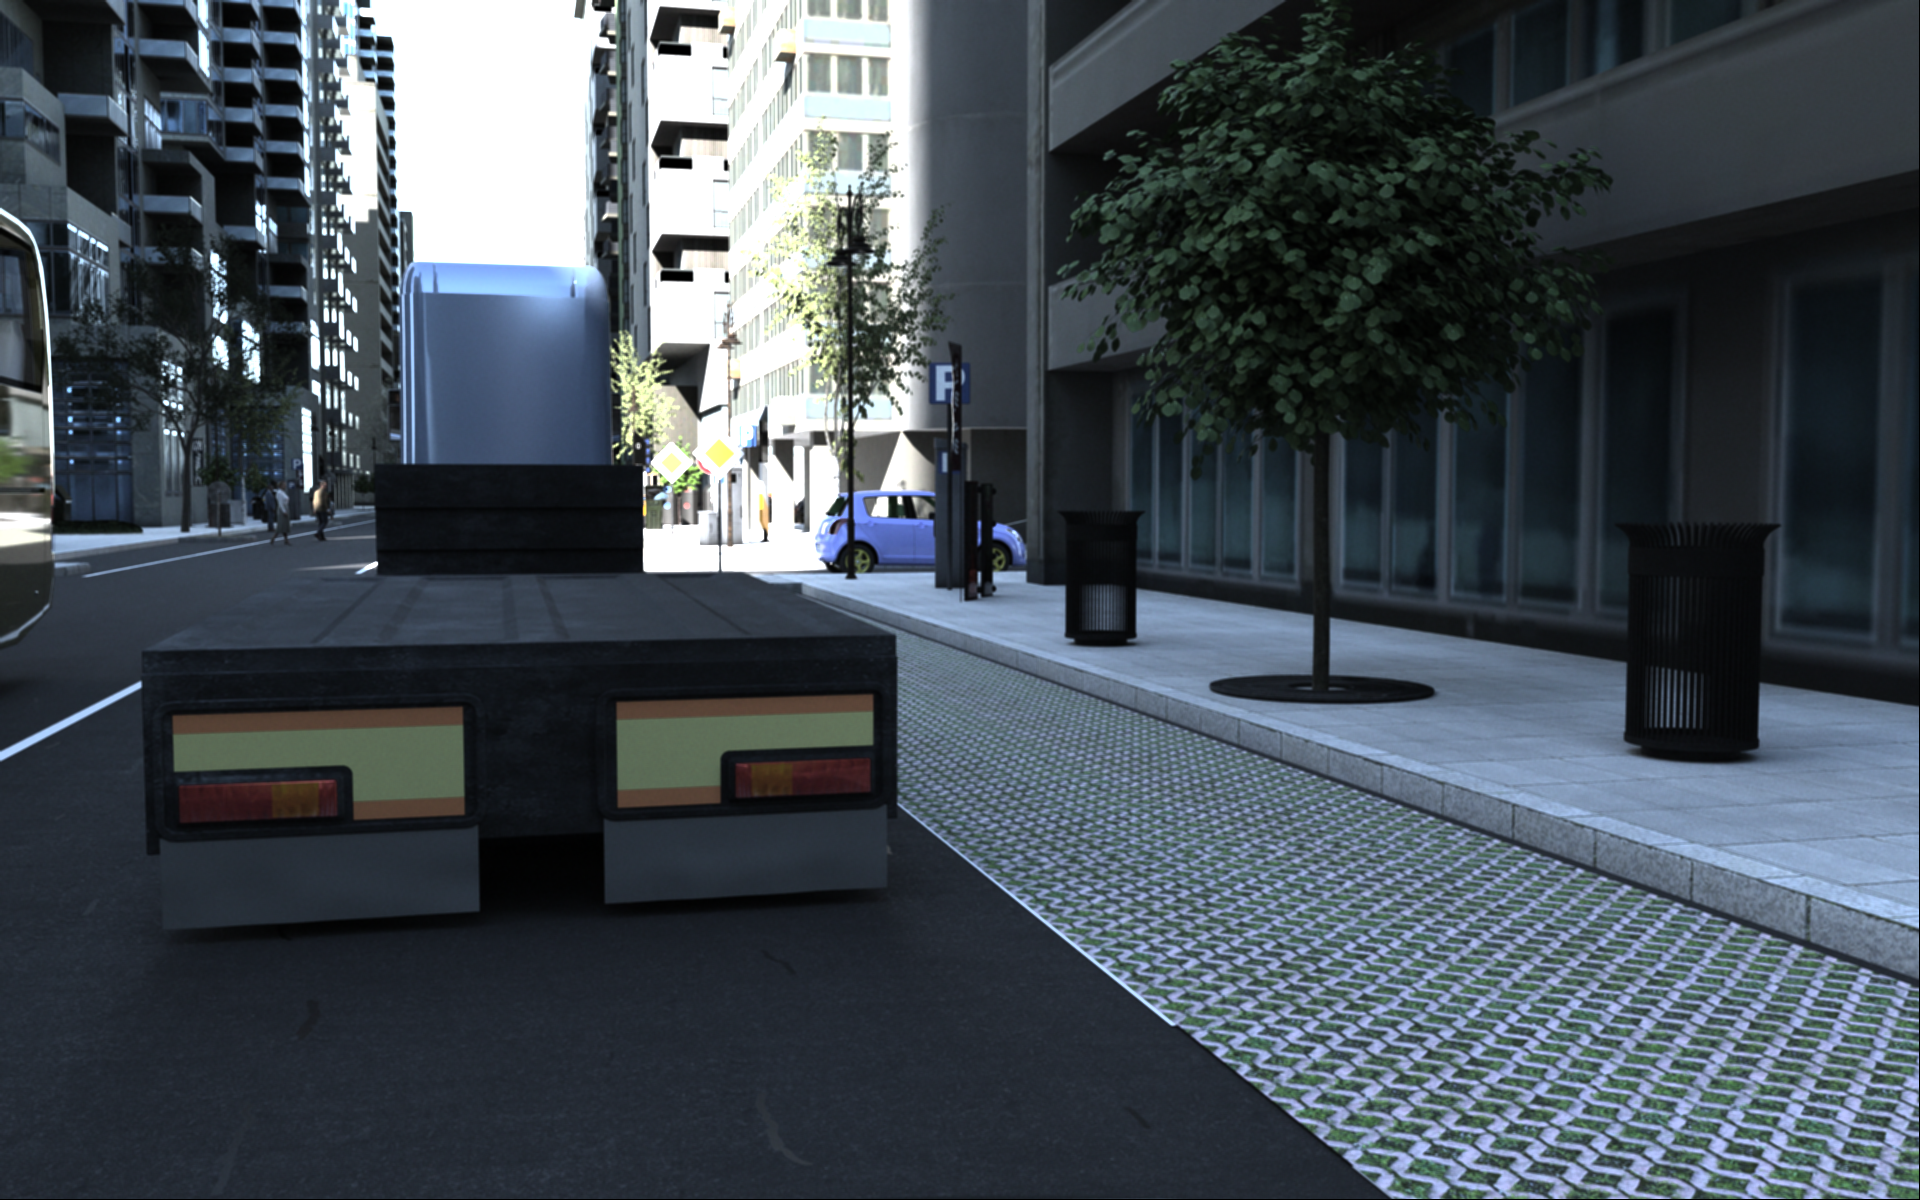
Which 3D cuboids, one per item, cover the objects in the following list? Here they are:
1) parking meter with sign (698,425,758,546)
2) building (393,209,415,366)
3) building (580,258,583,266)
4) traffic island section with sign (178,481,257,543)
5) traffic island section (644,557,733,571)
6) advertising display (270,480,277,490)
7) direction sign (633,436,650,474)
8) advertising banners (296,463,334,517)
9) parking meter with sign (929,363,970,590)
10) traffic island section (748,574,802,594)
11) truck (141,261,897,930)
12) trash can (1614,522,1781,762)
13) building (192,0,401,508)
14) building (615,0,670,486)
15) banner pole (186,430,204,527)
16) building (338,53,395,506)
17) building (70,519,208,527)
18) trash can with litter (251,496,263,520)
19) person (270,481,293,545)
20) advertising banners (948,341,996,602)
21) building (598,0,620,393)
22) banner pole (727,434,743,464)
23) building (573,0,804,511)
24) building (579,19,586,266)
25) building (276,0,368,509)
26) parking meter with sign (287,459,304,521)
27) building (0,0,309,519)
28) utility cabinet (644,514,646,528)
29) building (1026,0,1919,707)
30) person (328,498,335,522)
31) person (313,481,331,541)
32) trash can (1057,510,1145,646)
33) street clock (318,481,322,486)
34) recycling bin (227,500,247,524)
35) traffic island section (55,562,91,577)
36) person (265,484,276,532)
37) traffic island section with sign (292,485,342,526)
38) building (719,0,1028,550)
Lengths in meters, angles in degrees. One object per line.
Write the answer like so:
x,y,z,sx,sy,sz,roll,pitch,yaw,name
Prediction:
-5.813,-2.875,43.260,0.543,3.016,1.738,2,4,34,parking meter with sign
-83.424,-34.122,241.485,14.154,41.232,14.086,-1,4,-14,building
-42.278,-34.339,253.321,32.217,40.220,23.993,-1,4,-14,building
-22.328,-2.664,52.185,1.989,1.847,2.006,-1,4,-14,traffic island section with sign
-5.579,-0.702,33.757,2.009,0.180,2.903,-1,4,-14,traffic island section
-31.950,-4.617,80.695,0.123,1.923,0.974,-2,4,-32,advertising display
-12.471,-4.640,67.854,0.379,3.537,0.876,3,4,37,direction sign
-36.852,-6.280,98.857,2.074,3.025,0.090,-1,4,-14,advertising banners
-0.095,-1.689,23.869,0.543,3.016,1.738,0,4,3,parking meter with sign
-3.582,-0.229,26.025,2.009,0.180,2.903,-1,4,-14,traffic island section
-3.797,-1.524,14.670,2.967,4.110,18.799,-1,4,-15,truck
3.587,0.194,8.474,0.748,1.137,0.748,0,3,0,trash can
-80.903,-55.341,217.488,22.319,86.520,31.000,-1,4,-14,building
-16.432,-26.616,118.761,14.154,41.232,14.086,-1,4,-14,building
-30.040,-4.769,67.996,0.401,3.779,0.863,2,4,33,banner pole
-75.164,-34.820,193.015,21.300,48.544,21.600,-1,4,-14,building
-45.446,-46.707,76.334,22.319,86.520,31.000,-1,4,-14,building
-35.366,-4.626,87.016,0.624,1.170,1.055,-2,4,-29,trash can with litter
-18.979,-2.424,48.360,0.641,1.798,0.478,0,4,8,person
0.144,-1.513,20.928,0.090,3.025,2.074,1,4,16,advertising banners
-17.550,-29.717,140.502,22.147,44.769,28.867,-1,4,-14,building
-9.369,-4.998,71.734,0.863,3.779,0.401,-1,4,-20,banner pole
-22.100,-35.410,168.195,28.713,52.752,27.495,-1,4,-14,building
-41.254,-48.333,228.500,20.563,71.187,20.611,-1,4,-14,building
-62.792,-32.079,144.101,23.786,49.044,30.456,-1,4,-14,building
-32.464,-5.385,84.312,0.543,3.016,1.738,0,4,-5,parking meter with sign
-53.914,-48.949,112.993,22.319,86.520,31.000,-1,4,-14,building
-11.728,-3.300,65.115,1.020,1.237,0.306,-2,4,-30,utility cabinet
13.898,-24.003,16.155,21.300,48.544,21.600,-1,4,-14,building
-32.074,-4.599,88.370,0.352,1.250,0.332,0,4,3,person
-19.602,-2.740,53.217,0.656,1.842,0.836,0,4,5,person
1.202,-0.191,14.773,0.748,1.137,0.748,0,3,0,trash can
-36.269,-5.740,98.426,0.471,2.002,0.358,3,5,44,street clock
-30.839,-3.751,73.888,0.722,1.027,0.722,-1,4,-18,recycling bin
-16.804,-0.526,30.874,2.009,0.180,2.903,-1,4,-14,traffic island section
-26.276,-3.506,66.005,0.419,1.800,0.721,-2,4,-31,person
-29.055,-4.261,78.290,1.989,1.847,2.006,-1,4,-14,traffic island section with sign
5.402,-22.190,54.686,23.993,40.220,32.217,-1,4,-14,building
